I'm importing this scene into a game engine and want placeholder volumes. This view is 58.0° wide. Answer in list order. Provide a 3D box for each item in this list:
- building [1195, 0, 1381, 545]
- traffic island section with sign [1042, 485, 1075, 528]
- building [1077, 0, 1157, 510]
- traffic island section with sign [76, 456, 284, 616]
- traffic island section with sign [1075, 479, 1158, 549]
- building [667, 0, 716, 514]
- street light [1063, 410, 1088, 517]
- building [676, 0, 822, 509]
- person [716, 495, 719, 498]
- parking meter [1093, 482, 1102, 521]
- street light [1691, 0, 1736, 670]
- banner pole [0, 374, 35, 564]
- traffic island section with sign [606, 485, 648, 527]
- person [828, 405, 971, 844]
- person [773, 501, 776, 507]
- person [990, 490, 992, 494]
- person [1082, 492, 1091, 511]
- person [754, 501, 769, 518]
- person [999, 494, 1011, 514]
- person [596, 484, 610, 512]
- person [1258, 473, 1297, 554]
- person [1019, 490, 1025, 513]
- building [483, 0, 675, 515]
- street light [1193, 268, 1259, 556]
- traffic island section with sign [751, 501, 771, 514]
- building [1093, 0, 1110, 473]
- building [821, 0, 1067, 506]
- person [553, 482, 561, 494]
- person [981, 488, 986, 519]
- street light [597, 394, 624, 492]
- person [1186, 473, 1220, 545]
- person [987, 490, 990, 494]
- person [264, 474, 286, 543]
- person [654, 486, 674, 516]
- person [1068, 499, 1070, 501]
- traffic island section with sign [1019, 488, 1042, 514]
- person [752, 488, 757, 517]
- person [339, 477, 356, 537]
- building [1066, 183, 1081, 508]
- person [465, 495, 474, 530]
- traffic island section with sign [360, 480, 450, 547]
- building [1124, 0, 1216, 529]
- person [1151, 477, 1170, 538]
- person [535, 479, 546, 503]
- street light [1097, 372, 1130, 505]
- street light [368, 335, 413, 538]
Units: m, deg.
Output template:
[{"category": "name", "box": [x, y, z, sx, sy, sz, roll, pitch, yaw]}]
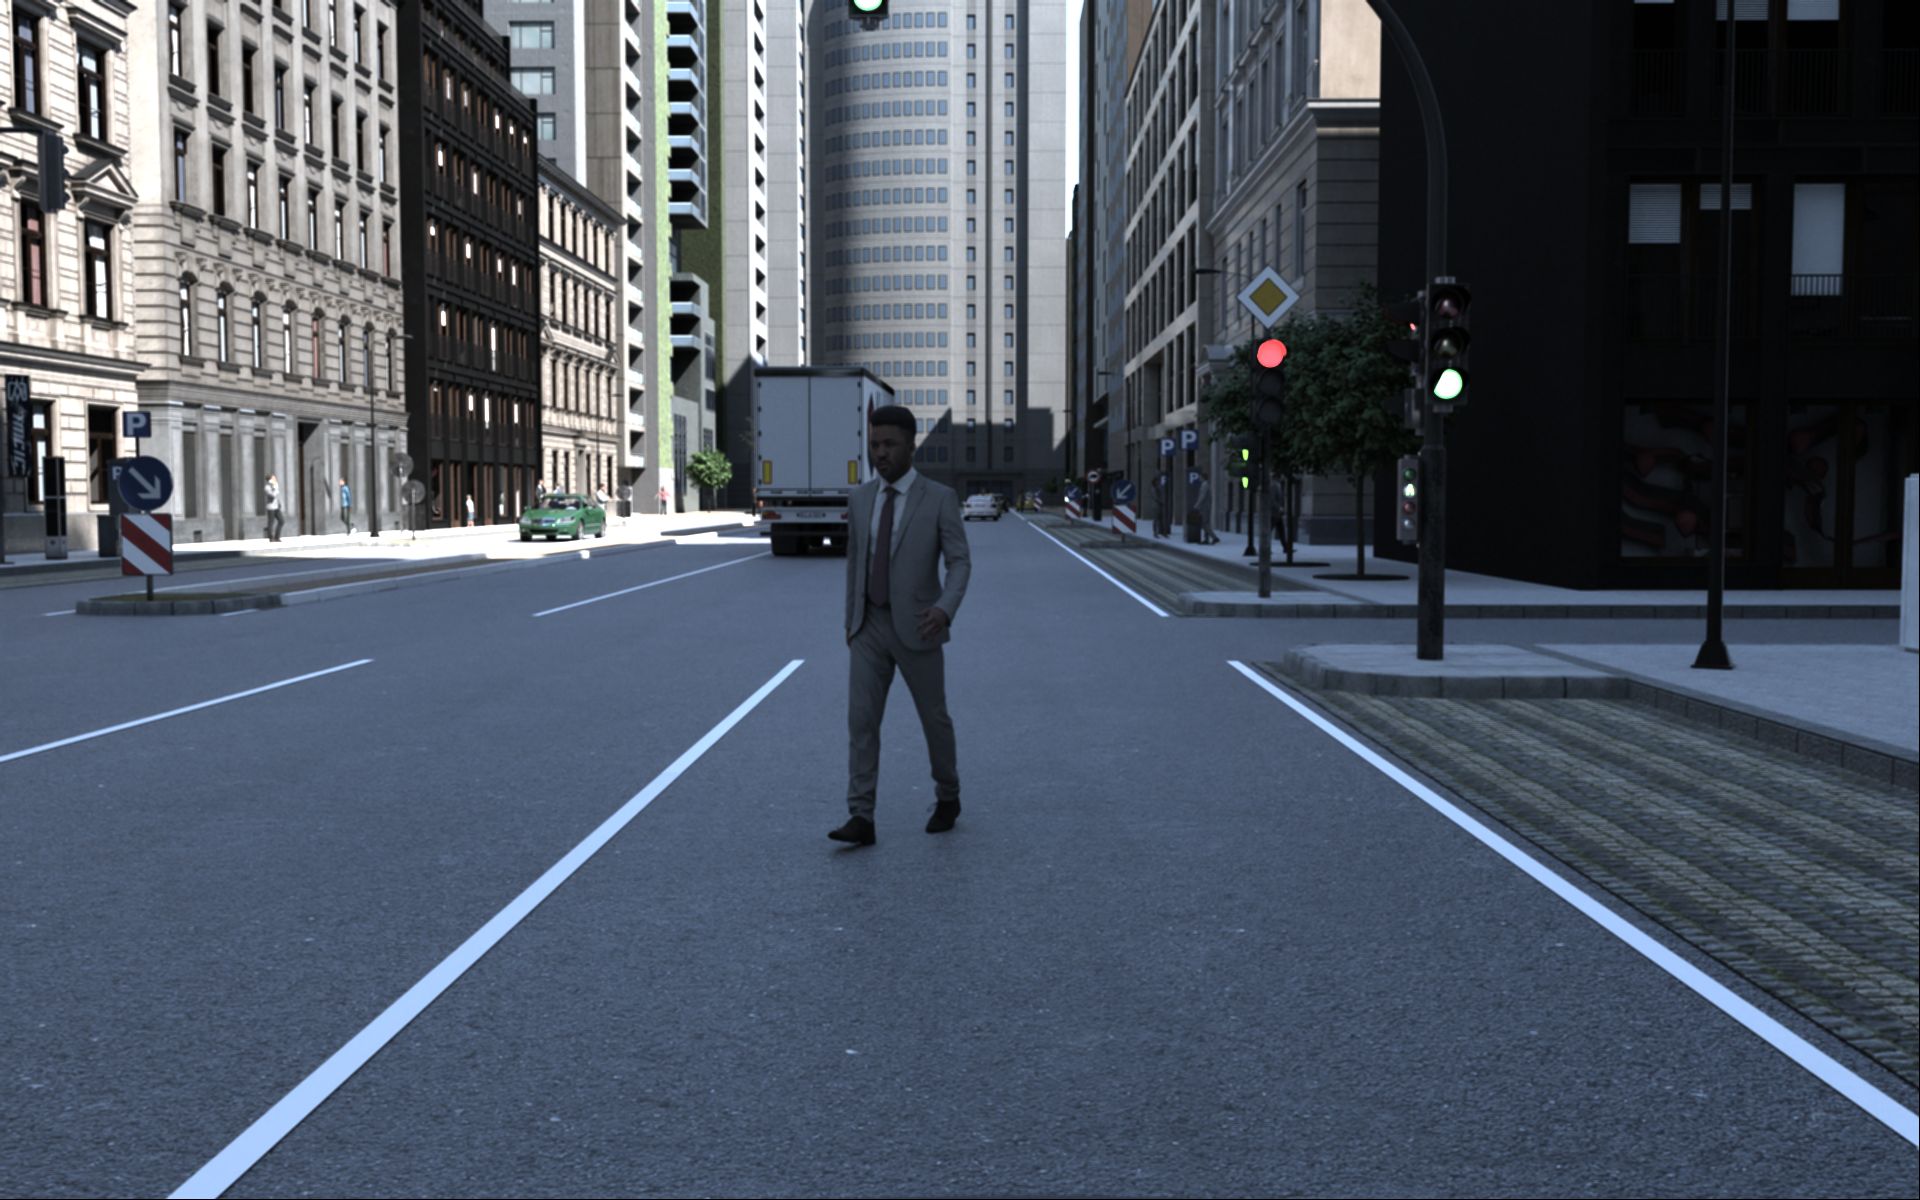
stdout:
[{"category": "building", "box": [15.101, -16.276, 52.010, 13.634, 28.700, 20.117, 0, 4, 1]}, {"category": "traffic island section with sign", "box": [4.630, -3.965, 73.451, 1.989, 1.847, 2.006, 0, 4, 1]}, {"category": "building", "box": [17.395, -30.498, 148.748, 14.600, 45.320, 14.200, 0, 4, 1]}, {"category": "traffic island section with sign", "box": [-9.722, -0.808, 21.351, 2.006, 1.907, 1.989, 0, 4, 1]}, {"category": "traffic island section with sign", "box": [4.190, -2.290, 46.074, 1.989, 1.847, 2.006, 0, 4, 1]}, {"category": "building", "box": [-29.579, -49.710, 125.430, 22.319, 86.520, 31.000, 0, 4, 1]}, {"category": "street light", "box": [6.381, -7.536, 95.749, 1.470, 5.913, 1.316, 0, 4, 1]}, {"category": "building", "box": [-30.889, -39.829, 193.209, 28.212, 58.520, 21.231, 0, 4, 1]}, {"category": "person", "box": [-21.333, -8.725, 148.332, 1.348, 1.869, 0.705, -1, 4, -12]}, {"category": "parking meter", "box": [6.515, -4.676, 82.165, 0.399, 1.863, 0.255, 0, 4, 7]}, {"category": "street light", "box": [5.034, -2.453, 12.650, 1.470, 5.913, 1.316, 0, 4, 1]}, {"category": "banner pole", "box": [-17.442, -2.558, 31.846, 0.401, 3.779, 0.863, 2, 4, 30]}, {"category": "traffic island section with sign", "box": [-14.580, -4.049, 74.836, 1.989, 1.847, 2.006, 0, 4, 1]}, {"category": "person", "box": [-0.236, 0.098, 7.168, 0.678, 1.792, 0.850, 2, 4, 25]}, {"category": "person", "box": [-13.662, -7.204, 129.470, 0.628, 1.438, 0.799, 0, 4, 7]}, {"category": "person", "box": [2.692, -8.752, 151.575, 0.705, 1.826, 1.348, -1, 4, -9]}, {"category": "person", "box": [7.770, -5.915, 105.945, 0.628, 1.438, 0.799, 0, 4, -7]}, {"category": "person", "box": [-12.111, -5.728, 105.414, 1.065, 1.426, 0.557, -3, 4, -38]}, {"category": "person", "box": [3.232, -7.061, 127.208, 1.065, 1.426, 0.557, 0, 4, 4]}, {"category": "person", "box": [-12.598, -3.208, 61.135, 0.466, 1.800, 0.511, 0, 4, -3]}, {"category": "person", "box": [6.838, -1.880, 37.175, 0.834, 1.777, 0.661, 0, 4, 7]}, {"category": "person", "box": [4.663, -7.227, 127.382, 0.721, 1.743, 1.217, 1, 4, 10]}, {"category": "building", "box": [-25.569, -25.708, 103.925, 14.154, 41.232, 14.086, 0, 4, 1]}, {"category": "street light", "box": [5.484, -3.864, 35.718, 1.470, 5.913, 1.316, 0, 4, 1]}, {"category": "traffic island section with sign", "box": [-13.803, -7.043, 123.785, 1.989, 1.847, 2.006, 0, 4, 1]}, {"category": "building", "box": [24.110, -32.928, 127.605, 28.713, 52.752, 27.495, 0, 4, 1]}, {"category": "building", "box": [-2.696, -39.739, 191.732, 28.212, 58.520, 21.231, 0, 4, 1]}, {"category": "person", "box": [-17.994, -4.374, 77.589, 0.654, 1.822, 0.581, -2, 4, -30]}, {"category": "person", "box": [1.371, -5.444, 98.068, 0.434, 1.755, 0.990, 1, 4, 15]}, {"category": "street light", "box": [-16.252, -6.594, 80.351, 1.470, 5.913, 1.316, 0, 4, 1]}, {"category": "person", "box": [6.174, -2.303, 43.823, 0.853, 1.813, 0.709, 1, 4, 14]}, {"category": "person", "box": [2.649, -9.120, 157.621, 0.705, 1.822, 1.348, 1, 4, 10]}, {"category": "person", "box": [-18.039, -2.407, 45.582, 0.473, 1.802, 0.592, 1, 4, 16]}, {"category": "person", "box": [-17.651, -5.901, 103.248, 1.217, 1.743, 0.721, -2, 4, -29]}, {"category": "person", "box": [11.214, -10.288, 176.799, 0.705, 1.814, 1.350, -2, 4, -24]}, {"category": "traffic island section with sign", "box": [5.413, -7.029, 123.546, 1.989, 1.847, 2.006, 0, 4, 1]}, {"category": "person", "box": [-13.136, -6.244, 110.732, 0.705, 1.807, 1.348, -1, 4, -12]}, {"category": "person", "box": [-18.356, -2.784, 51.905, 0.444, 1.785, 0.601, -1, 4, -18]}, {"category": "building", "box": [17.380, -23.953, 163.330, 14.160, 30.474, 14.107, 0, 4, 1]}, {"category": "person", "box": [-17.741, -3.175, 62.636, 0.332, 1.250, 0.352, -3, 5, -44]}, {"category": "traffic island section with sign", "box": [-15.017, -2.356, 47.143, 1.989, 1.847, 2.006, 0, 4, 1]}, {"category": "building", "box": [18.497, -16.804, 79.261, 19.350, 26.468, 34.151, 0, 4, 1]}, {"category": "person", "box": [5.841, -2.696, 50.390, 0.573, 1.790, 0.520, 0, 4, 2]}, {"category": "person", "box": [-17.630, -4.126, 72.873, 0.474, 1.900, 0.648, -1, 4, -11]}, {"category": "street light", "box": [5.889, -5.705, 65.814, 1.470, 5.913, 1.316, 0, 4, 1]}, {"category": "street light", "box": [-16.671, -4.783, 50.747, 1.470, 5.913, 1.316, 0, 4, 1]}]
